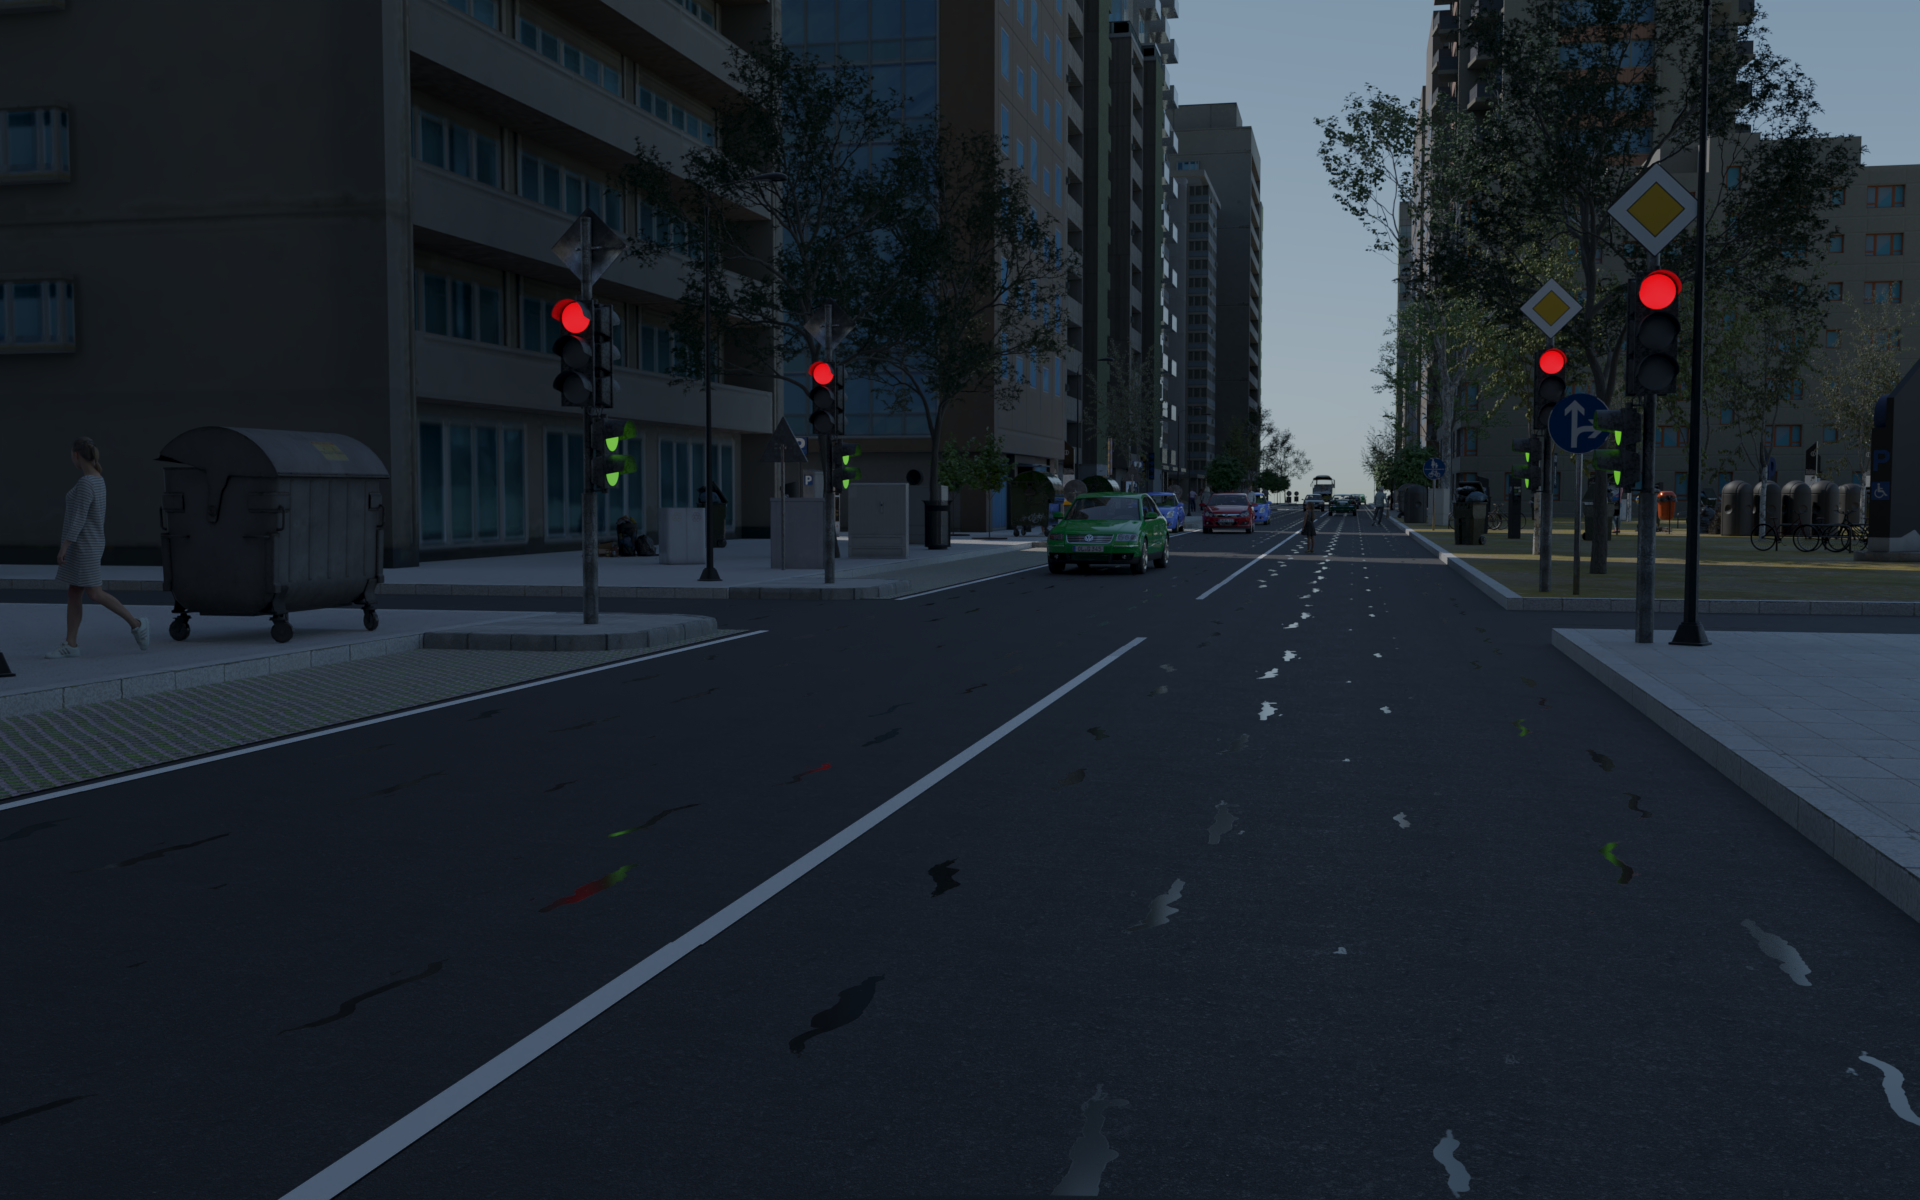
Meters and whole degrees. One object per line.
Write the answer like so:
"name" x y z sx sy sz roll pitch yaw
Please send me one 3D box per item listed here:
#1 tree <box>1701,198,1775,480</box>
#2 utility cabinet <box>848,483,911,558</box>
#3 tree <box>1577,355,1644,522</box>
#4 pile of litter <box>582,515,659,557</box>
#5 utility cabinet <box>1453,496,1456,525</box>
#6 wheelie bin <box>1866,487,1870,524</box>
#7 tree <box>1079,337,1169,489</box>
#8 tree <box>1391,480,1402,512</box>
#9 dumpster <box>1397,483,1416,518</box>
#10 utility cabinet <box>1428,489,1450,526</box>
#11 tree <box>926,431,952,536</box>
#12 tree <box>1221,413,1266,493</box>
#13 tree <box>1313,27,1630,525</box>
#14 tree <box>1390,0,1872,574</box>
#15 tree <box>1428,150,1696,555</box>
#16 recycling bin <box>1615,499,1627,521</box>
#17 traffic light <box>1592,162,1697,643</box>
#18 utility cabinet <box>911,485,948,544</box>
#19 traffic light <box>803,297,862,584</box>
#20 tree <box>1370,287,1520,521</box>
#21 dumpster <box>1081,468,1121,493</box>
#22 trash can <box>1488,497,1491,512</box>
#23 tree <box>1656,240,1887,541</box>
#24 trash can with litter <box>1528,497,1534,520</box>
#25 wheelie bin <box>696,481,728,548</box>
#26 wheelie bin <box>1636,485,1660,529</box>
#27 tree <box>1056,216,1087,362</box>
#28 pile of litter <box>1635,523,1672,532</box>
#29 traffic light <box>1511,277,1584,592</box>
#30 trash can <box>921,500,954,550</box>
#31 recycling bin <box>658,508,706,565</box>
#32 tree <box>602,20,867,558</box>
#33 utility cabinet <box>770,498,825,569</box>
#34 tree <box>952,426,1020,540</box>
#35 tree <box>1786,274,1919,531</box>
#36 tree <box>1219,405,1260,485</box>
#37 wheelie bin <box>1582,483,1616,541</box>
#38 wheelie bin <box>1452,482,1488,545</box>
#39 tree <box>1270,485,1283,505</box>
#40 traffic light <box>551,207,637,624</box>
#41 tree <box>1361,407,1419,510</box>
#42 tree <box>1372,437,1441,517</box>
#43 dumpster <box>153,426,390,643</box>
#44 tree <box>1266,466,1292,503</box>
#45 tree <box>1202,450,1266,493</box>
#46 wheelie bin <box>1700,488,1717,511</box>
"tree" 17.960 -5.641 42.587 4.737 8.622 4.395 0 3 0
"utility cabinet" -1.627 -1.580 34.518 1.173 1.500 0.318 1 4 10
"tree" 30.562 -7.900 79.531 4.360 8.622 3.978 0 3 0
"pile of litter" -6.978 -1.325 35.636 1.719 0.858 1.176 -1 4 -17
"utility cabinet" 21.078 -3.726 72.089 1.020 1.237 0.306 0 4 5
"wheelie bin" 38.450 -3.999 73.285 0.980 1.594 0.693 0 4 -3
"tree" 7.866 -7.945 80.256 4.360 8.622 3.978 0 3 0
"tree" 31.795 -7.904 123.838 1.663 3.219 1.824 0 3 0
"dumpster" 23.934 -5.287 92.205 1.264 1.857 1.865 1 4 13
"utility cabinet" 19.295 -3.736 69.758 0.318 1.500 1.173 -1 4 -14
"tree" -0.310 -3.583 53.179 1.663 3.219 1.824 0 3 0
"tree" 25.277 -12.576 155.975 4.737 8.622 4.395 0 3 0
"tree" 21.042 -13.101 70.092 12.611 20.169 13.585 0 3 0
"tree" 10.612 -5.708 27.739 7.601 10.594 8.767 -2 4 -26
"tree" 12.046 -5.248 36.173 4.737 8.622 4.395 0 3 0
"recycling bin" 31.626 -4.342 83.552 0.722 1.027 0.722 -2 4 -27
"traffic light" 5.892 -1.586 14.847 0.839 4.253 0.868 1 4 13
"utility cabinet" -0.851 -2.168 44.122 1.173 1.500 0.318 3 4 36
"traffic light" -1.857 -2.193 24.777 0.839 4.253 0.868 1 4 13
"tree" 23.372 -9.637 83.315 9.928 11.665 9.643 0 3 0
"dumpster" 5.172 -3.827 65.063 1.502 2.255 1.985 1 4 13
"trash can" 27.615 -4.863 91.165 0.748 1.137 0.748 0 3 0
"tree" 21.748 -5.914 47.053 4.360 8.622 3.978 0 3 0
"trash can with litter" 28.400 -4.508 85.087 0.624 1.170 1.055 3 5 43
"wheelie bin" -5.946 -2.051 41.438 0.693 1.594 0.980 -1 4 -22
"wheelie bin" 24.707 -3.305 61.951 0.980 1.594 0.693 -1 4 -12
"tree" -0.800 -6.604 42.387 8.767 10.594 7.601 1 4 15
"pile of litter" 23.581 -2.744 58.826 1.176 0.858 1.719 1 4 16
"traffic light" 7.665 -2.062 22.633 0.839 4.253 0.868 1 4 13
"trash can" -0.516 -1.735 40.014 0.748 1.137 0.748 0 3 0
"recycling bin" -5.096 -1.174 31.743 0.722 1.027 0.722 -1 4 -22
"tree" -2.882 -6.131 34.660 7.601 10.594 8.767 1 4 17
"utility cabinet" -2.738 -1.138 29.774 1.020 1.237 0.306 1 4 20
"tree" 0.819 -3.339 49.189 1.663 3.219 1.824 0 3 0
"tree" 31.622 -6.744 60.631 4.360 8.622 3.978 0 3 0
"tree" 29.365 -14.660 174.097 7.601 10.594 8.767 3 5 44
"wheelie bin" 17.591 -2.436 47.734 0.693 1.594 0.980 -1 4 -23
"wheelie bin" 12.874 -2.190 43.716 0.693 1.594 0.980 -3 4 -38
"tree" 38.197 -13.225 210.824 1.663 3.219 1.824 0 3 0
"traffic light" -3.630 -1.717 16.991 0.839 4.253 0.868 1 4 13
"tree" 35.323 -11.698 141.627 4.360 8.622 3.978 0 3 0
"tree" 25.970 -7.002 98.196 4.285 4.588 4.351 0 3 0
"dumpster" -6.178 -0.604 15.641 1.264 1.857 1.865 1 4 13
"tree" 35.090 -13.079 197.548 4.285 4.588 4.351 0 3 0
"tree" 21.767 -9.663 141.709 4.285 4.588 4.351 0 3 0
"wheelie bin" 39.868 -5.169 92.417 0.980 1.594 0.693 -1 4 -18
